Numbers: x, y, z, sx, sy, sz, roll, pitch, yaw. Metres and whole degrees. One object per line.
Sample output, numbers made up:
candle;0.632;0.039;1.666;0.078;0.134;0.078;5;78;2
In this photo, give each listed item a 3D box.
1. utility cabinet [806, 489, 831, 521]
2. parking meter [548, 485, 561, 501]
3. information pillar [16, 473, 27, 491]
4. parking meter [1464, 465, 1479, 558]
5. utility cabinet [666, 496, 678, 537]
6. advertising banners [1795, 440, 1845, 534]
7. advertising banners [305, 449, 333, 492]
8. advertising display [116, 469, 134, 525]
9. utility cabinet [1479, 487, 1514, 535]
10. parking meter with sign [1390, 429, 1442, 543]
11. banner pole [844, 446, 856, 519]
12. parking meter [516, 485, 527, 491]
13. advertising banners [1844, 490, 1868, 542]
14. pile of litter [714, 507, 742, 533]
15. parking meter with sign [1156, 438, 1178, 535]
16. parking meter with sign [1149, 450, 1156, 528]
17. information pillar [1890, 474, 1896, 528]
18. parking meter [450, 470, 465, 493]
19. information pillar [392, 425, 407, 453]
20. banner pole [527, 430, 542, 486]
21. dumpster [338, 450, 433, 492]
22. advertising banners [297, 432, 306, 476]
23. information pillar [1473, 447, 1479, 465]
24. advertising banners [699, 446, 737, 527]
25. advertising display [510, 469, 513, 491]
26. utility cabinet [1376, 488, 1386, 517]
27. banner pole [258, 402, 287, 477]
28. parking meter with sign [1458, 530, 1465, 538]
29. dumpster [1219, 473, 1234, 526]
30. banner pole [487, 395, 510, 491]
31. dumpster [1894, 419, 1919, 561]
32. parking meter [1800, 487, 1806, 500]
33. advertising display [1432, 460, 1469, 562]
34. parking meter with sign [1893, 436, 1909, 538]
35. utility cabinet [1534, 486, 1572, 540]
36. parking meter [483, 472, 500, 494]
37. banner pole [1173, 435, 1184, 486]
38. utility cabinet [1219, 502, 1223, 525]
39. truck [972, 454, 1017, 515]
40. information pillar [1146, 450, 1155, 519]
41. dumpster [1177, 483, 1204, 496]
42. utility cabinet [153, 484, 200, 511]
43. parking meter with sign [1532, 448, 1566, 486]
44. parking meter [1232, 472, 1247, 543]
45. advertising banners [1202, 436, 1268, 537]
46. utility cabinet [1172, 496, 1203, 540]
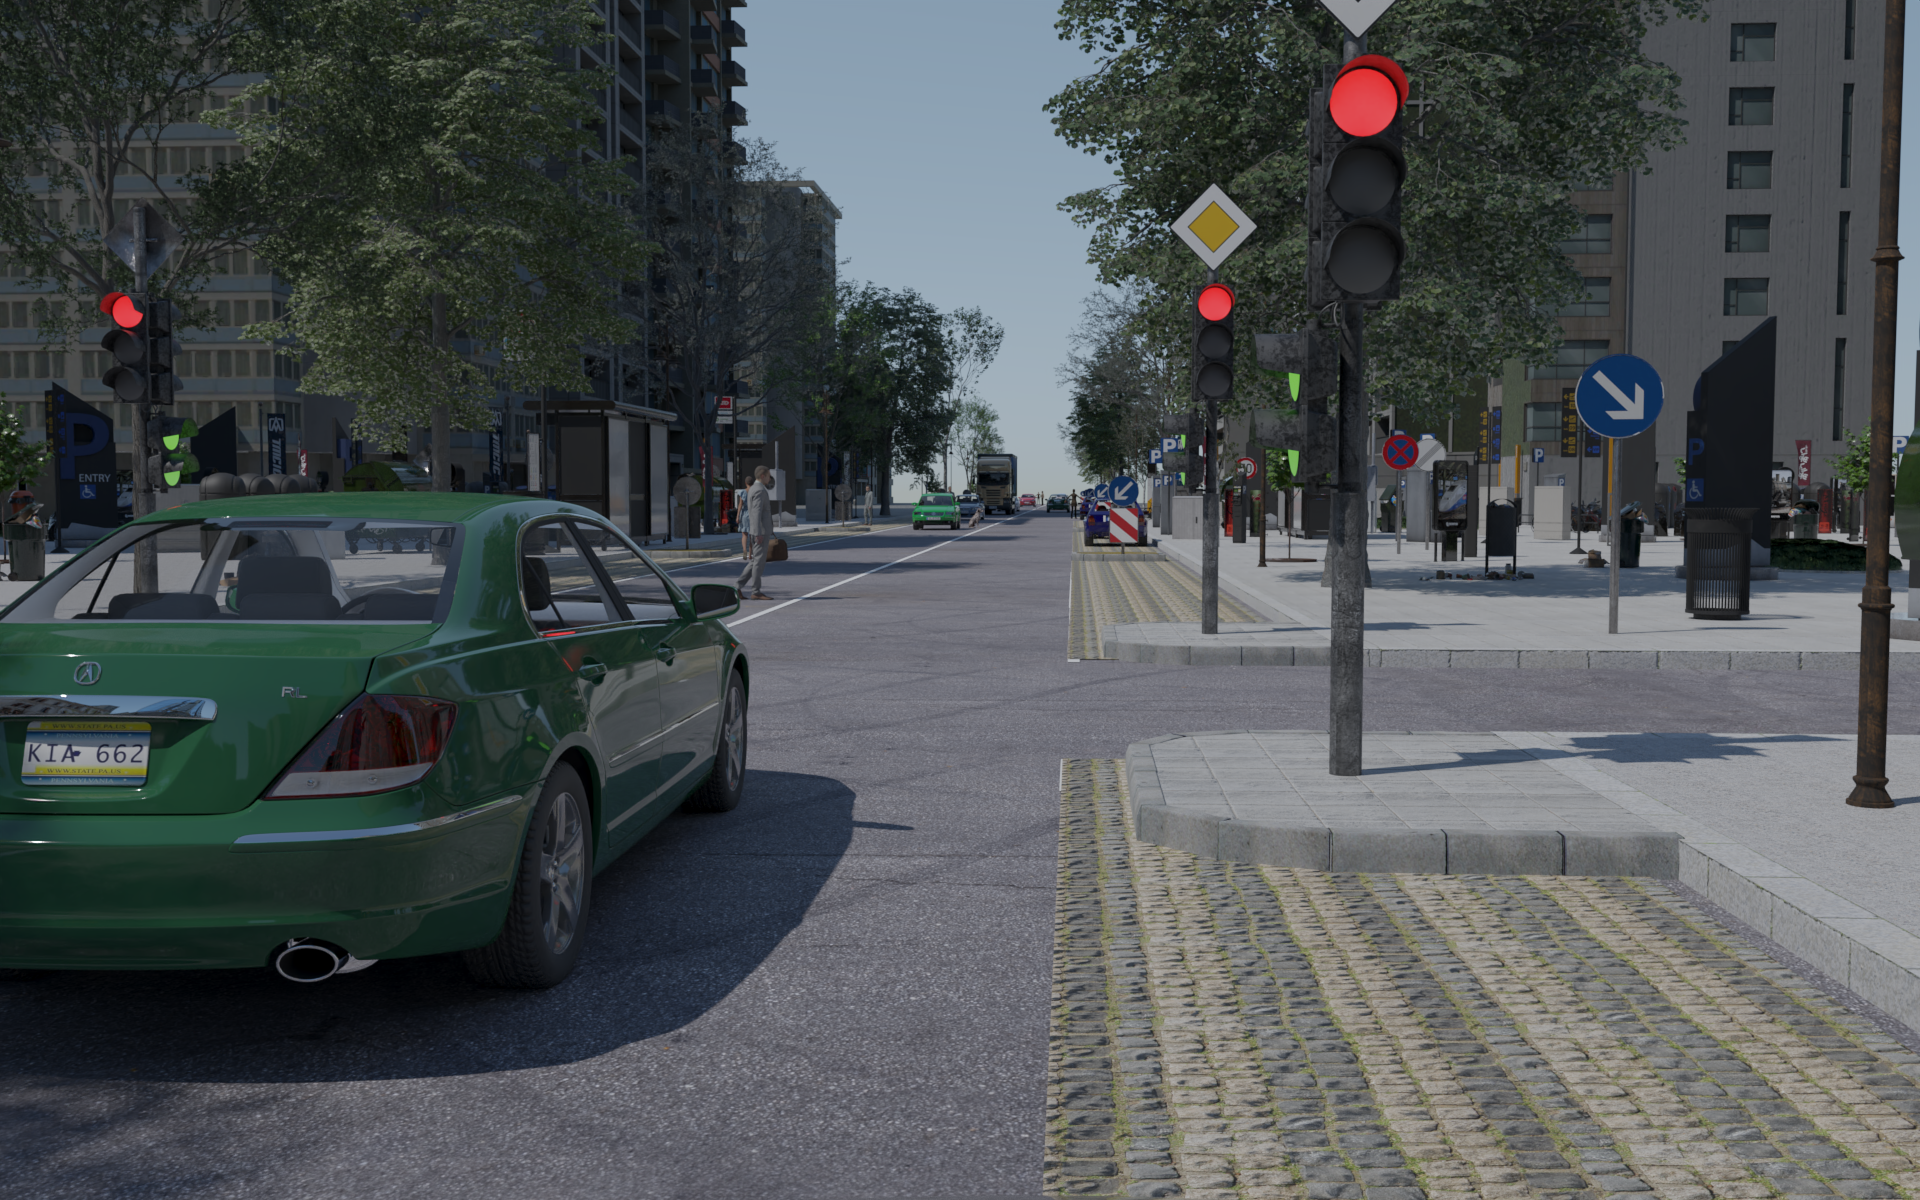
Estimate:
utility cabinet;-6.647;-4.444;81.341;1.173;1.500;0.318;0;4;6
parking meter;-11.046;-2.372;47.195;0.372;1.533;0.369;0;3;0
information pillar;-32.078;-3.348;59.239;0.304;2.012;0.304;-3;4;-36
parking meter;10.372;-1.799;35.122;0.255;1.863;0.399;1;4;17
utility cabinet;-8.975;-2.517;52.318;0.306;1.237;1.020;2;4;35
advertising banners;27.951;-3.652;55.893;2.074;3.025;0.090;0;4;1
advertising banners;-25.004;-4.362;67.508;2.074;3.025;0.090;1;4;22
advertising display;-21.710;-2.452;45.309;0.123;1.923;0.974;2;4;32
utility cabinet;16.416;-2.710;52.984;0.318;1.500;1.173;-2;4;-26
parking meter with sign;12.304;-3.055;46.211;0.543;3.016;1.738;-2;4;-34
banner pole;-5.718;-6.065;89.181;0.401;3.779;0.863;3;4;37
parking meter;-12.756;-2.574;50.504;0.372;1.533;0.369;0;3;0
advertising banners;24.698;-3.112;47.070;2.074;3.025;0.090;-3;4;-36
pile of litter;-7.751;-2.659;57.440;1.176;0.858;1.719;0;4;-8
parking meter with sign;6.566;-3.572;54.656;0.543;3.016;1.738;0;4;5
parking meter with sign;7.621;-4.325;66.971;0.543;3.016;1.738;0;4;4
information pillar;34.895;-3.690;64.818;0.304;2.012;0.304;3;5;44
parking meter;-12.041;-2.182;41.387;0.399;1.863;0.255;1;4;20
information pillar;-18.108;-3.959;56.085;0.504;3.616;0.183;-1;4;-14
banner pole;-16.597;-4.749;67.670;0.863;3.779;0.401;-1;4;-22
dumpster;-12.489;-2.158;37.783;1.502;2.255;1.985;0;4;4
advertising banners;-19.135;-3.293;50.021;0.090;3.025;2.074;-2;4;-25
information pillar;25.500;-5.765;85.609;0.183;3.616;0.504;0;4;-7
advertising banners;-8.456;-4.078;62.865;2.074;3.025;0.090;0;4;7
advertising display;-11.739;-2.451;45.286;0.123;1.923;0.974;-1;4;-15
utility cabinet;16.645;-3.612;67.742;1.173;1.500;0.318;0;4;2
banner pole;-18.754;-3.495;47.155;0.863;3.779;0.401;-2;4;-28
parking meter with sign;14.207;-3.320;50.543;1.738;3.016;0.543;-2;4;-34
dumpster;10.602;-3.875;65.852;1.502;2.255;1.985;0;4;4
banner pole;-11.613;-3.294;43.872;0.401;3.779;0.863;2;4;34
dumpster;4.933;-0.269;6.891;1.502;2.255;1.985;0;4;4
parking meter;29.685;-3.224;61.127;0.372;1.533;0.369;0;3;0
advertising display;9.338;-1.699;32.995;0.974;1.923;0.123;-3;4;-38
parking meter with sign;27.834;-3.345;50.954;0.543;3.016;1.738;1;4;12
utility cabinet;16.586;-2.433;48.460;0.318;1.500;1.173;-1;4;-21
parking meter;-12.311;-2.434;45.503;0.399;1.863;0.255;2;4;31
banner pole;8.286;-4.633;65.770;0.401;3.779;0.863;-2;4;-35
utility cabinet;10.800;-3.752;70.024;1.173;1.500;0.318;3;4;37
truck;2.593;-8.140;121.995;2.839;4.237;11.283;0;4;4
information pillar;10.004;-6.057;90.394;0.504;3.616;0.183;1;4;10
dumpster;9.365;-3.990;71.000;1.264;1.857;1.865;0;4;4
utility cabinet;-17.081;-1.792;37.984;1.173;1.500;0.318;-2;4;-28
parking meter with sign;22.293;-4.202;64.964;0.543;3.016;1.738;-2;4;-28
parking meter;7.276;-2.407;45.073;0.255;1.863;0.399;2;4;32
advertising banners;8.166;-3.394;51.687;2.074;3.025;0.090;1;4;22
utility cabinet;6.534;-2.315;49.009;1.020;1.237;0.306;1;4;21
